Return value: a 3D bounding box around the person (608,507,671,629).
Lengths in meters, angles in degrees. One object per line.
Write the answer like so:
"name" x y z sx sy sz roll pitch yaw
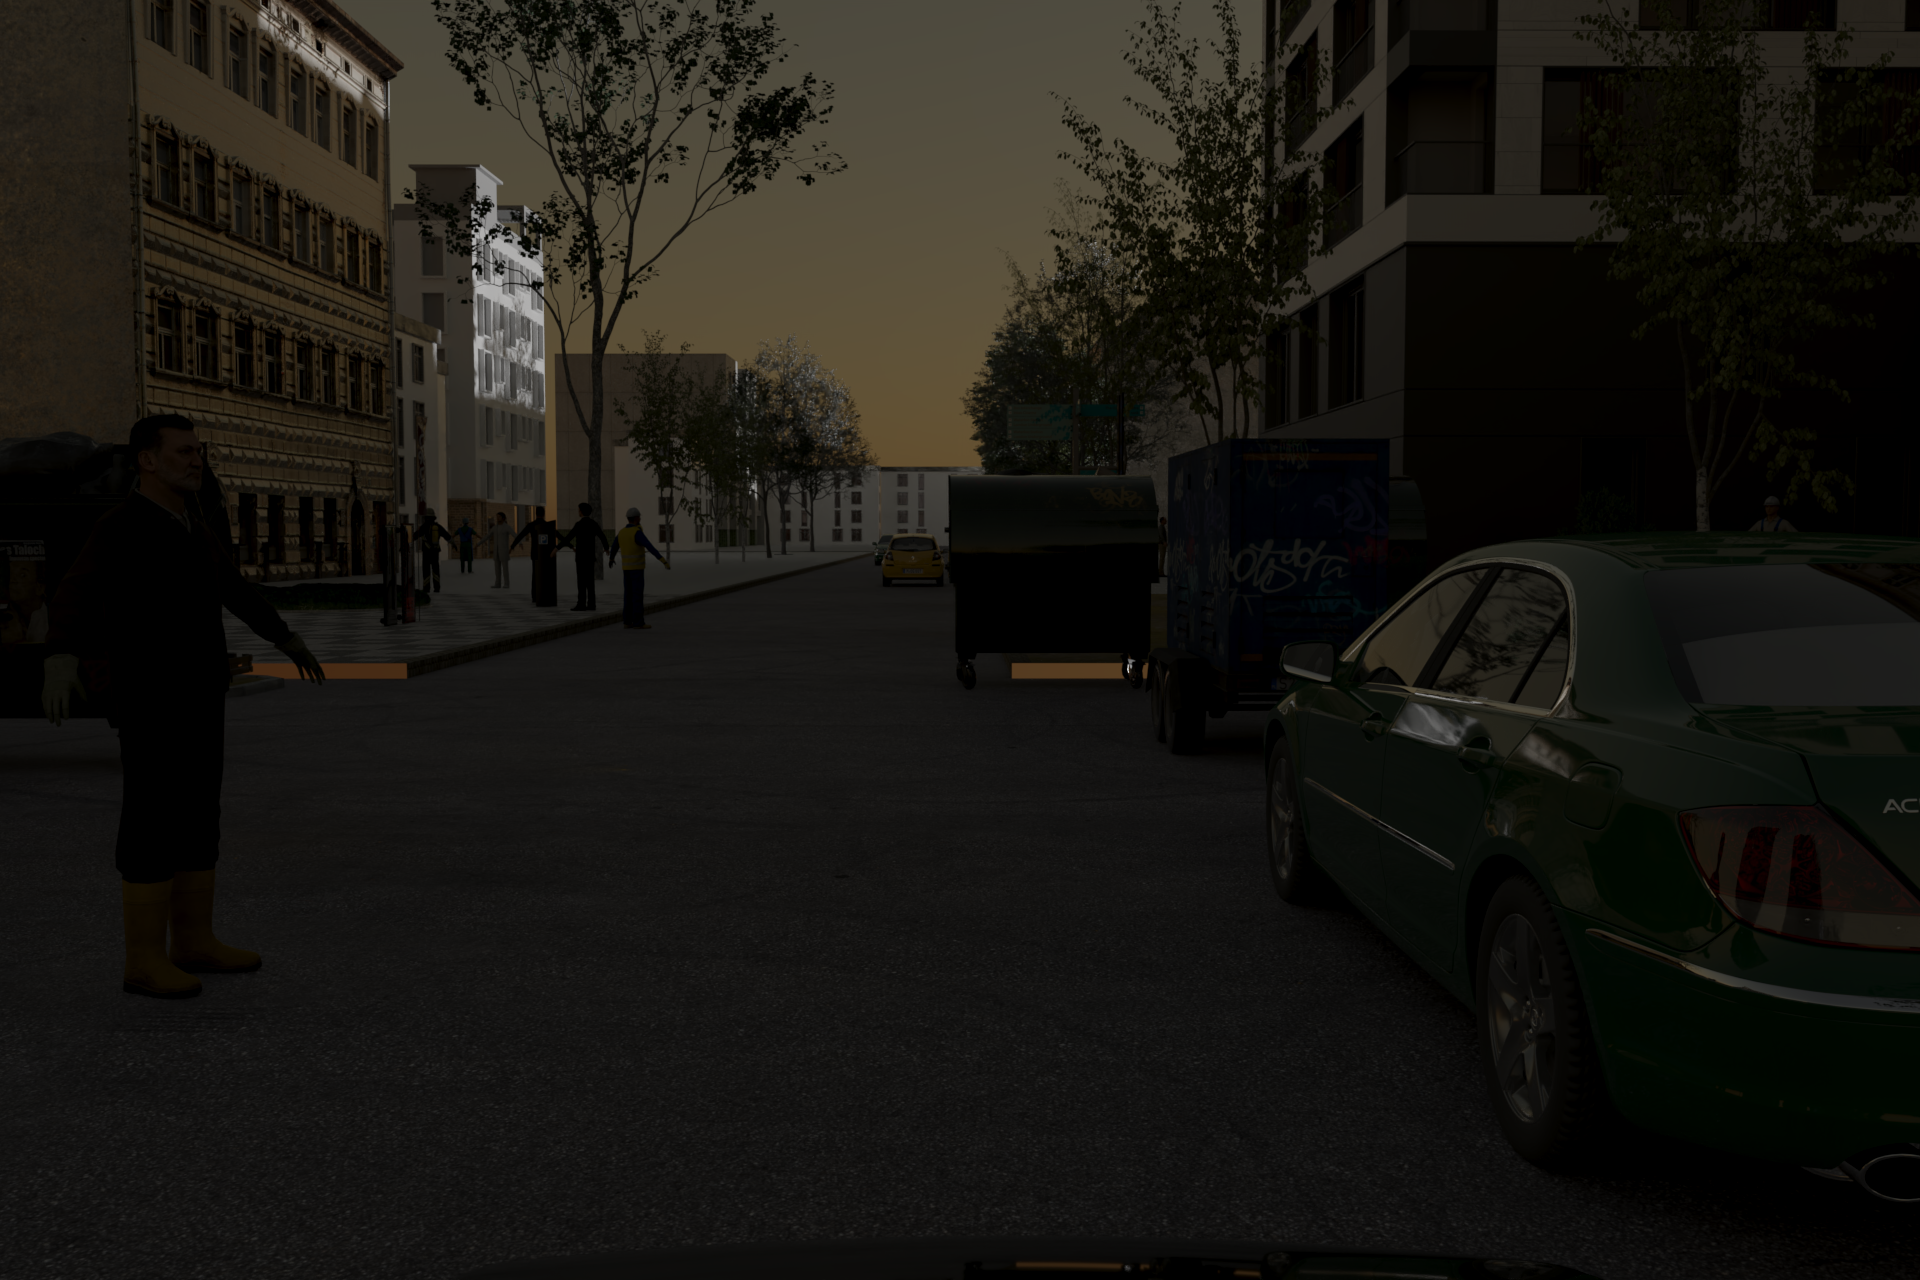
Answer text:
"person" -4.921 -1.090 26.250 1.349 1.833 0.705 3 4 39

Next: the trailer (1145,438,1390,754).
"trailer" 2.050 -0.322 12.309 1.471 1.999 3.904 0 4 -1

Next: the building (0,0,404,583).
"building" -27.500 -13.203 46.804 19.493 23.208 18.063 0 4 -1

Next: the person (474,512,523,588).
"person" -10.909 -2.137 41.127 1.347 1.806 0.705 1 4 20

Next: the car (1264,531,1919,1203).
"car" 2.166 0.395 5.344 2.131 1.459 4.920 0 4 -1

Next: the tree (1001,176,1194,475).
"tree" 3.352 -5.179 35.040 4.360 8.622 3.978 0 3 0

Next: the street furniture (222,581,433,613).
"street furniture" -14.377 -0.941 31.015 10.072 0.657 5.734 3 5 40

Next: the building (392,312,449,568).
"building" -25.863 -7.899 71.293 9.099 9.664 28.070 0 4 0

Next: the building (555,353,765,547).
"building" -31.176 -19.510 185.453 16.747 18.905 31.486 0 4 0

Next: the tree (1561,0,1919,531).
"tree" 8.719 -4.246 19.785 4.737 8.622 4.395 0 3 0

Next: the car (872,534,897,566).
"car" -2.984 -4.187 80.249 2.131 1.459 4.920 0 4 0

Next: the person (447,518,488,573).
"person" -16.139 -3.090 56.648 1.347 1.817 0.704 0 4 4

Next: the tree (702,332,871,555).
"tree" -10.802 -11.945 105.668 12.009 13.543 11.850 0 3 0

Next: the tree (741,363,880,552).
"tree" -10.684 -13.031 123.427 12.009 13.543 11.850 0 3 0

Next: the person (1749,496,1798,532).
"person" 12.179 -1.235 26.044 0.705 1.847 1.347 -3 5 -42

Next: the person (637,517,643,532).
"person" -9.382 -2.706 50.217 0.705 1.833 1.349 -1 4 -10

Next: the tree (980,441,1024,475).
"tree" 4.534 -11.549 123.243 7.601 10.594 8.767 0 4 6

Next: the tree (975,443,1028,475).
"tree" 5.079 -10.643 108.424 8.767 10.594 7.601 0 4 3

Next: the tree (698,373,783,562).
"tree" -9.914 -7.886 79.292 4.360 8.622 3.978 0 3 0

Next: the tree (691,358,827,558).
"tree" -10.534 -9.667 92.460 7.601 10.594 8.767 1 4 9

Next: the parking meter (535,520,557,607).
"parking meter" -7.324 -1.359 30.636 0.372 1.533 0.369 0 3 0

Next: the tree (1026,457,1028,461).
"tree" 5.104 -10.161 116.495 4.360 8.622 3.978 0 3 0

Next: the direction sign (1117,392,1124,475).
"direction sign" 2.600 -2.212 28.160 0.379 3.537 0.876 0 4 0

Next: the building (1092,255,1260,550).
"building" 20.246 -19.218 145.147 19.493 23.208 18.063 0 4 -1

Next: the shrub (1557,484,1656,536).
"shrub" 10.016 -1.406 27.033 1.661 2.075 1.752 0 3 0

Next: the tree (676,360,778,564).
"tree" -10.191 -7.534 73.540 4.737 8.622 4.395 0 3 0

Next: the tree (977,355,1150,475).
"tree" 5.046 -9.169 84.323 8.767 10.594 7.601 0 4 1

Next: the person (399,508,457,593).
"person" -11.604 -1.966 37.927 1.354 1.856 0.705 -3 5 -43

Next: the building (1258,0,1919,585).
"building" 21.547 -12.387 46.507 27.936 21.610 32.646 0 4 -1

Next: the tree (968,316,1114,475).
"tree" 4.891 -11.811 99.764 9.857 13.997 8.962 0 3 0

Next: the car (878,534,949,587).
"car" -1.302 -2.344 48.549 2.015 1.641 3.980 0 4 -1

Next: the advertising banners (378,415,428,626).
"advertising banners" -7.963 -1.756 24.899 0.090 3.025 2.074 0 4 1

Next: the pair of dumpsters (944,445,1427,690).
"pair of dumpsters" 2.070 -0.705 16.475 4.436 2.255 1.574 0 4 -1

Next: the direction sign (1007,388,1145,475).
"direction sign" 2.119 -2.600 31.280 2.525 3.948 1.411 0 4 1

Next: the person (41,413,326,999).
"person" -2.479 0.189 5.504 0.704 1.812 1.346 1 4 11

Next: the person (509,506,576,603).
"person" -7.823 -1.599 32.372 1.346 1.802 0.704 1 4 9

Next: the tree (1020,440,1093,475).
"tree" 4.922 -8.591 90.822 4.737 8.622 4.395 0 3 0

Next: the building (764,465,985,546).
"building" -9.684 -16.374 212.311 28.070 9.664 9.099 0 4 1

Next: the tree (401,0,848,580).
"tree" -9.563 -11.828 49.285 12.611 20.169 13.585 0 3 0

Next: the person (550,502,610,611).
"person" -6.283 -1.391 28.936 0.705 1.806 1.347 2 4 31

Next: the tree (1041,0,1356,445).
"tree" 3.357 -4.438 22.921 4.737 8.622 4.395 0 3 0

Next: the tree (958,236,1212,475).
"tree" 5.010 -9.788 70.400 12.009 13.543 11.850 0 3 0

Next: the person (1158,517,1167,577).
"person" 6.047 -2.764 51.460 0.705 1.796 1.348 0 4 7

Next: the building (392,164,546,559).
"building" -29.519 -14.289 90.045 16.016 20.090 11.380 0 4 -1

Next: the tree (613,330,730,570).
"tree" -10.433 -6.827 61.979 4.737 8.622 4.395 0 3 0

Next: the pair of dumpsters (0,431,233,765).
"pair of dumpsters" -6.995 -0.354 10.735 4.436 2.255 1.574 0 4 -1

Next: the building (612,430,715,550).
"building" -26.213 -12.936 153.651 9.099 9.664 28.070 0 4 -1

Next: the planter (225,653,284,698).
"planter" -7.308 0.333 15.699 1.991 0.319 1.994 0 4 0
